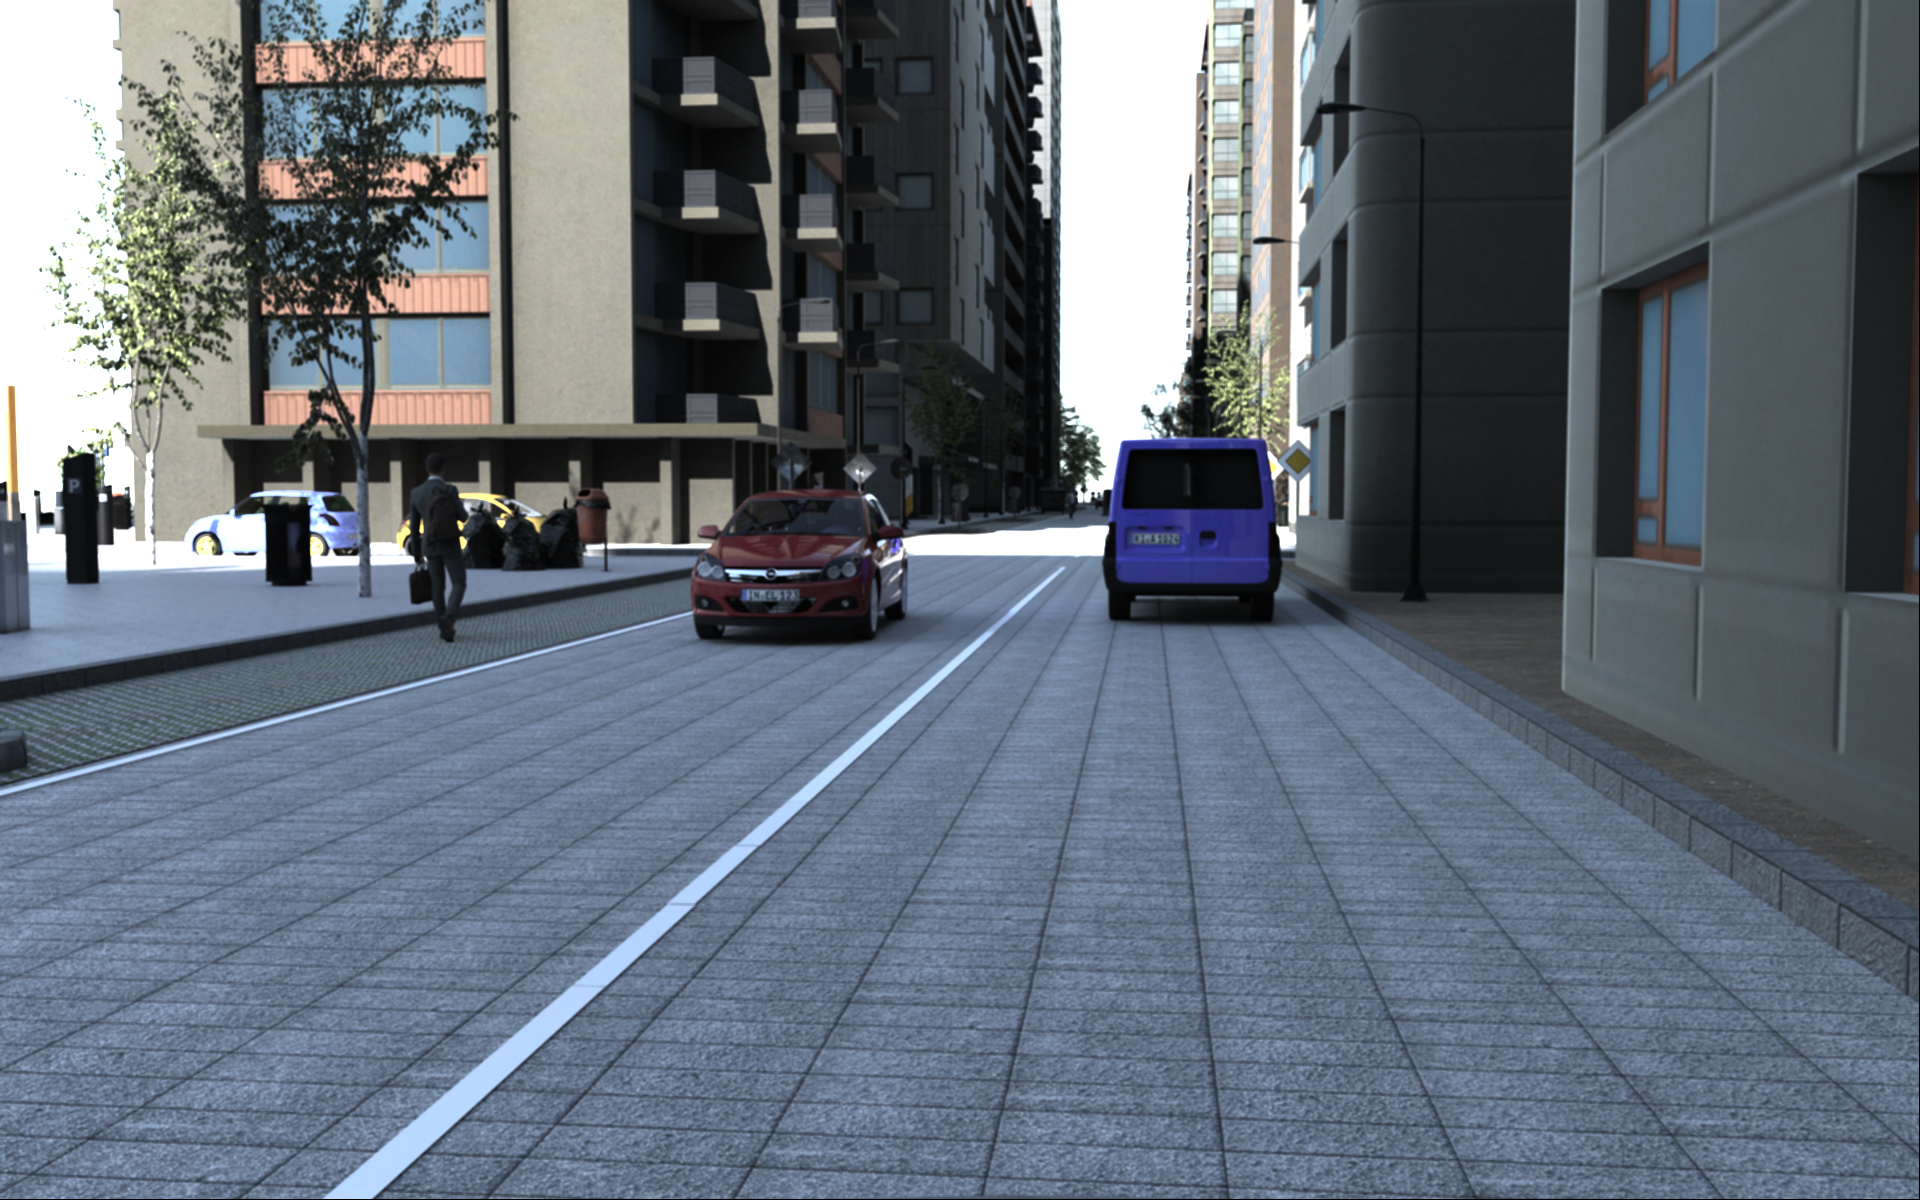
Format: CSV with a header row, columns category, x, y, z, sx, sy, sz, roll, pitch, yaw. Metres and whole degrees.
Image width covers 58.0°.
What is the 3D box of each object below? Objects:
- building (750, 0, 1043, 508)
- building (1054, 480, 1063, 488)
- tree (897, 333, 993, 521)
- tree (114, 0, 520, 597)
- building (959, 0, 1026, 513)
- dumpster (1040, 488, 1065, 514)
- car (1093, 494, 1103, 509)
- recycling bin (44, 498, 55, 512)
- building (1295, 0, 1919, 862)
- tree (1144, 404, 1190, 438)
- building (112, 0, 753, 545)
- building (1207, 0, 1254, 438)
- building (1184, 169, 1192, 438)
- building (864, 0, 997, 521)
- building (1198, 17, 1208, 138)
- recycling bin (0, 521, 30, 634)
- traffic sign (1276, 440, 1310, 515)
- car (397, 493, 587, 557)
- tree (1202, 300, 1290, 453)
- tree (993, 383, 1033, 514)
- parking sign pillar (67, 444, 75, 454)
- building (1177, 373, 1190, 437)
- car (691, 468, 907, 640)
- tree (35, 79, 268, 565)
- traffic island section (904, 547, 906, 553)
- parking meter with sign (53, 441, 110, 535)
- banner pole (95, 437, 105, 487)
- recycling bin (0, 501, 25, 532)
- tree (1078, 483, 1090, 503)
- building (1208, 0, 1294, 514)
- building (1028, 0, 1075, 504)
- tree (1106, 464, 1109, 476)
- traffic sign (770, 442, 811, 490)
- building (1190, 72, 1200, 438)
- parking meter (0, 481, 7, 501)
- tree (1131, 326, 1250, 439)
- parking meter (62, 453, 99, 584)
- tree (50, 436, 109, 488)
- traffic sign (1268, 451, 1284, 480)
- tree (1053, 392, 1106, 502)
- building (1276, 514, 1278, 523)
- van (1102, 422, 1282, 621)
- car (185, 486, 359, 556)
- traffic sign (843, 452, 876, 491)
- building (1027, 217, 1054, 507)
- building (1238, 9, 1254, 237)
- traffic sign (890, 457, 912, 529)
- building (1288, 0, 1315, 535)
category,x,y,z,sx,sy,sz,roll,pitch,yaw
building,-4.145,-30.516,153.562,22.147,44.769,28.867,0,4,6
building,-3.671,-31.898,213.415,32.217,40.220,23.993,0,4,6
tree,-0.871,-7.836,78.488,4.737,8.622,4.395,0,3,0
tree,-7.664,-4.340,21.317,4.360,8.622,3.978,0,3,0
building,-6.523,-30.814,127.504,21.300,48.544,21.600,0,4,6
dumpster,6.609,-7.043,123.367,1.865,1.857,1.264,0,4,5
car,14.019,-9.716,167.892,2.155,1.783,4.494,0,4,5
recycling bin,-61.186,-6.358,116.510,0.722,1.027,0.722,-2,4,-26
building,18.291,-10.396,15.009,27.650,21.520,28.899,0,4,6
tree,24.907,-16.593,197.050,9.928,11.665,9.643,0,3,0
building,-13.996,-24.562,56.207,22.147,44.769,28.867,0,4,6
building,24.688,-26.859,122.737,14.154,41.232,14.086,0,4,6
building,40.822,-35.093,228.399,22.147,44.769,28.867,0,4,6
building,-12.380,-30.978,95.726,28.713,52.752,27.495,0,4,6
building,33.027,-30.816,158.469,22.147,44.769,28.867,0,4,6
recycling bin,-9.164,-0.218,16.113,0.722,1.027,0.722,-1,4,-10
traffic sign,6.253,-1.740,32.094,0.795,2.450,0.064,0,4,6
car,-10.109,-1.674,37.593,3.980,1.641,2.015,0,4,6
tree,11.155,-7.114,66.682,4.737,8.622,4.395,0,3,0
tree,2.606,-9.932,112.756,4.737,8.622,4.395,0,3,0
parking sign pillar,-47.541,-6.398,93.084,1.447,3.967,1.447,2,4,25
building,46.426,-25.227,257.502,27.650,21.520,28.899,0,4,6
car,-1.619,-0.575,18.440,2.155,1.783,4.494,0,4,4
tree,-14.691,-4.949,31.271,4.737,8.622,4.395,0,3,0
traffic island section,-2.401,-1.153,41.139,2.009,0.180,2.903,0,4,6
parking meter with sign,-28.052,-3.610,55.283,0.543,3.016,1.738,2,4,25
banner pole,-37.934,-5.289,76.488,0.863,3.779,0.401,2,4,33
recycling bin,-34.565,-3.072,62.777,0.722,1.027,0.722,0,4,0
tree,18.913,-16.391,262.596,1.663,3.219,1.824,0,3,0
building,26.773,-29.810,137.507,14.600,45.320,14.200,0,4,6
building,6.659,-49.924,254.510,20.563,71.187,20.611,0,4,6
tree,19.700,-21.647,272.049,7.486,12.596,7.792,0,3,0
traffic sign,-3.234,-1.804,33.136,0.795,2.450,0.064,0,4,6
building,31.186,-32.434,180.399,14.600,45.320,14.200,0,4,6
parking meter,-49.522,-5.152,89.949,0.399,1.863,0.255,-1,4,-14
tree,13.742,-9.946,97.021,8.767,10.594,7.601,0,4,7
parking meter,-12.620,-1.170,24.842,0.399,1.863,0.255,1,4,10
tree,-29.345,-3.883,58.095,1.663,3.219,1.824,0,3,0
traffic sign,7.110,-2.226,40.034,0.795,2.450,0.064,0,4,6
tree,10.525,-16.798,192.766,7.486,12.596,7.792,0,3,0
building,21.001,-26.306,80.218,14.600,45.320,14.200,0,4,6
van,2.815,-1.032,21.256,2.240,2.365,5.245,0,4,7
car,-14.909,-1.717,37.666,3.694,1.707,1.945,0,4,7
traffic sign,-2.377,-2.289,41.075,0.795,2.450,0.064,0,4,6
building,2.100,-24.660,174.898,14.160,30.474,14.107,0,4,6
building,24.055,-20.481,106.572,14.160,30.474,14.107,0,4,6
traffic sign,-2.055,-3.657,59.905,0.768,2.556,0.104,1,4,12
building,20.883,-26.112,50.638,21.600,48.544,21.300,0,4,6
